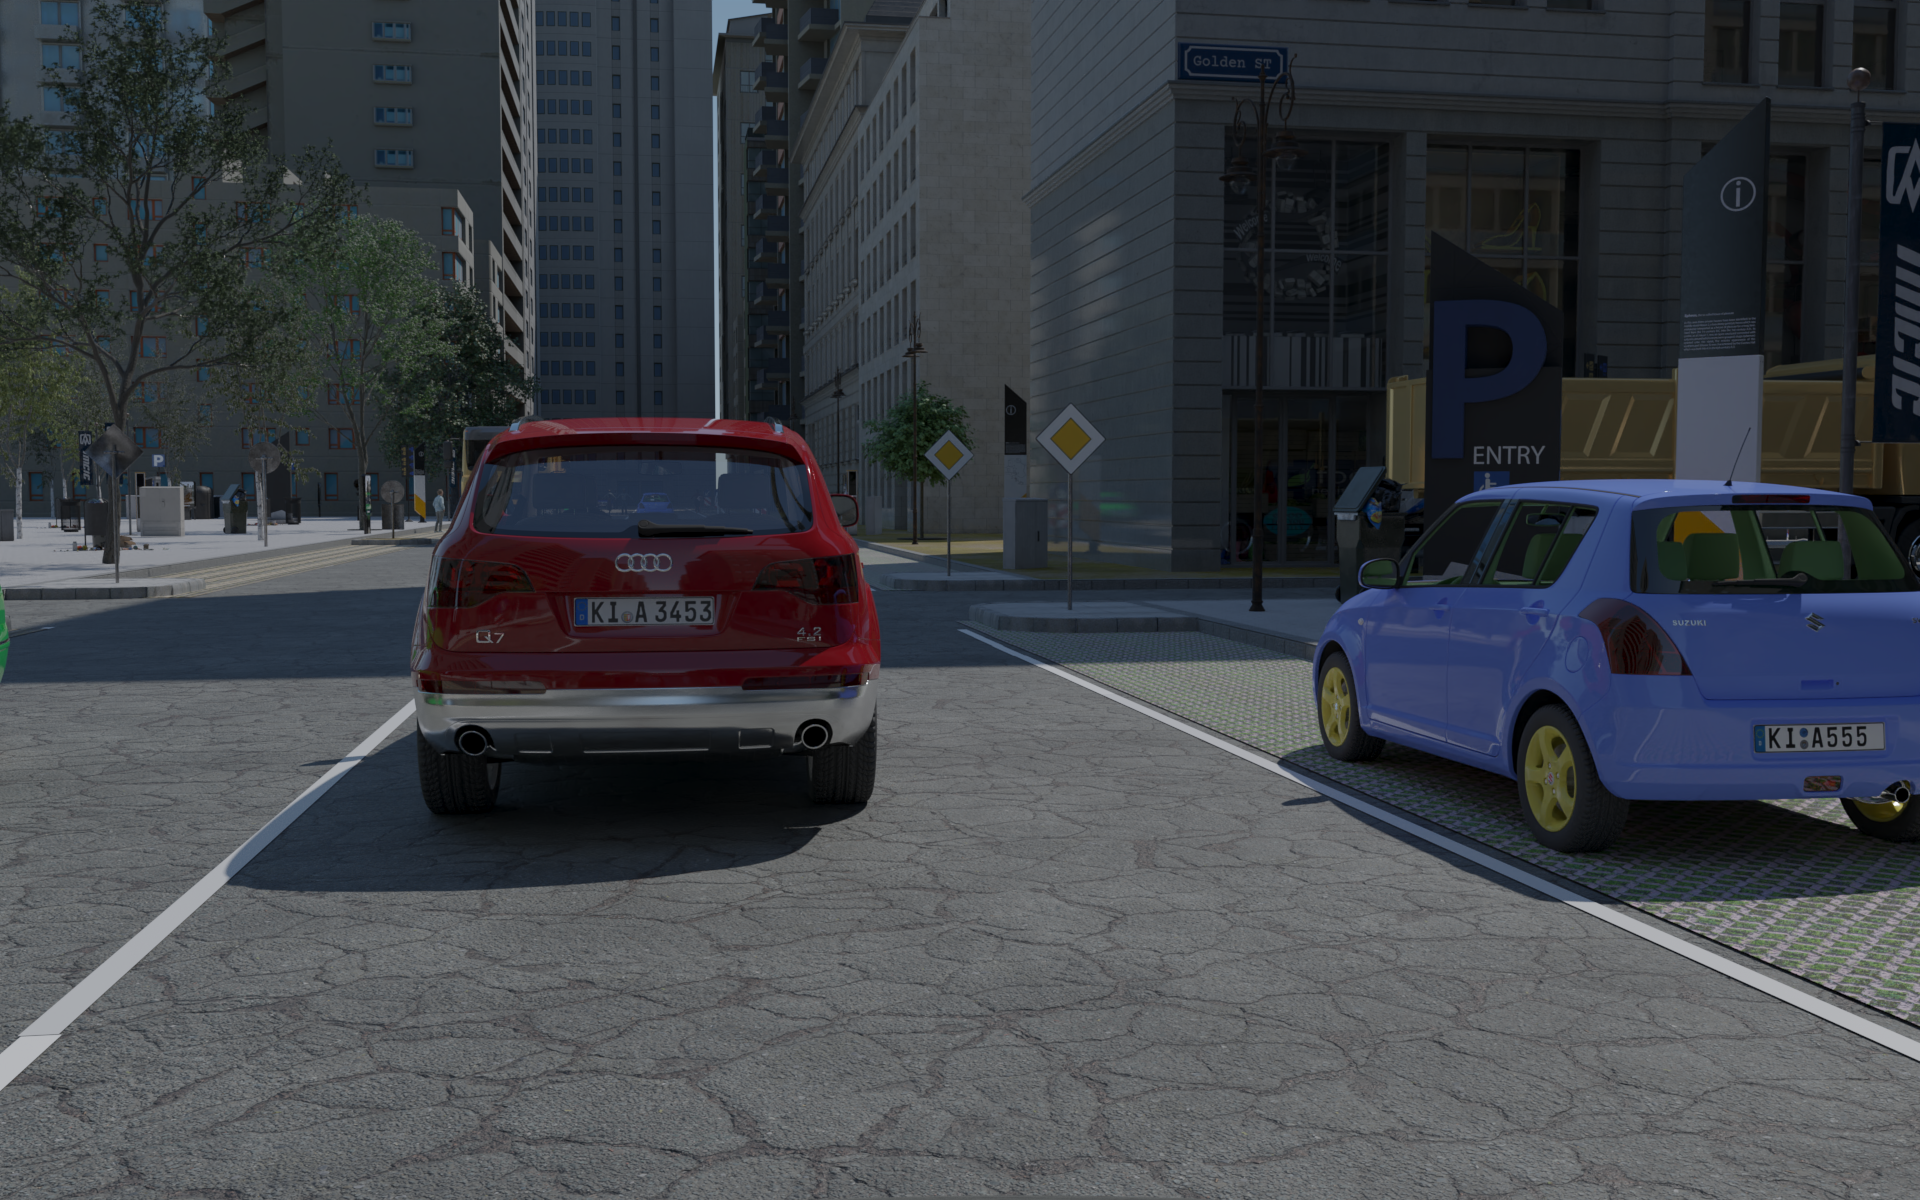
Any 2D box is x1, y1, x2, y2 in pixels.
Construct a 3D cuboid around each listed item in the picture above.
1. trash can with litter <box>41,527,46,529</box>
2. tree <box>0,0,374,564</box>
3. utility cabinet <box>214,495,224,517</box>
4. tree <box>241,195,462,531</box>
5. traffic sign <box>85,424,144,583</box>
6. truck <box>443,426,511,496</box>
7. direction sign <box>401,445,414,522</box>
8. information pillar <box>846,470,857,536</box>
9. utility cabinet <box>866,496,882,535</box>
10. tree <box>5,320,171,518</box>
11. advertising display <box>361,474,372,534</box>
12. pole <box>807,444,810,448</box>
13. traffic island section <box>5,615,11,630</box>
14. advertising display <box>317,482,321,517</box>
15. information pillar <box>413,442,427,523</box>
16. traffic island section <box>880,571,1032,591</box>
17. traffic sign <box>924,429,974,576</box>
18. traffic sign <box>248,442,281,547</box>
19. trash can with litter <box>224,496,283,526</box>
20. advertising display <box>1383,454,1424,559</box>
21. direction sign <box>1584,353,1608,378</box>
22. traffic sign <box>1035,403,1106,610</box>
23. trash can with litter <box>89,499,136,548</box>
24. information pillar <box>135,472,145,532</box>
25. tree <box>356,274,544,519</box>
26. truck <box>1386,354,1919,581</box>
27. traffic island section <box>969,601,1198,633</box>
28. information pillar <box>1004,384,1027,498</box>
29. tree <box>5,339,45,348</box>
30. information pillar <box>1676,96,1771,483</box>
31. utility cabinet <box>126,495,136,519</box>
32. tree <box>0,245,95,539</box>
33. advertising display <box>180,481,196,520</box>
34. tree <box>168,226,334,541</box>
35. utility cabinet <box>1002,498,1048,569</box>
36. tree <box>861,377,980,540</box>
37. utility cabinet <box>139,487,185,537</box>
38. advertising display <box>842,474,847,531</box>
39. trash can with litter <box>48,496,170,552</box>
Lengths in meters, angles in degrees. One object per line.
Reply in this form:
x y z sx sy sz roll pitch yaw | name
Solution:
-33.406 -3.315 65.253 2.233 1.210 1.678 -1 4 -9 | trash can with litter
-15.307 -5.929 31.356 7.601 10.594 8.767 2 4 25 | tree
-40.649 -5.155 95.446 0.306 1.237 1.020 2 4 32 | utility cabinet
-21.125 -8.261 60.821 9.928 11.665 9.643 0 3 0 | tree
-12.139 -1.300 24.895 0.795 2.450 0.064 -1 4 -10 | traffic sign
-13.360 -3.440 52.164 3.469 3.379 9.791 -1 4 -11 | truck
-25.440 -5.373 79.850 0.876 3.537 0.379 2 4 33 | direction sign
-3.336 -2.994 53.436 0.304 2.012 0.304 -1 4 -12 | information pillar
-2.732 -2.672 54.841 0.306 1.237 1.020 1 4 11 | utility cabinet
-34.527 -7.257 69.013 4.360 8.622 3.978 0 3 0 | tree
-19.059 -3.085 55.649 0.123 1.923 0.974 -1 4 -9 | advertising display
-6.268 -4.732 71.204 0.158 3.312 0.155 0 3 0 | pole
-10.772 0.318 17.089 2.009 0.180 2.903 -1 4 -10 | traffic island section
-35.659 -5.578 96.415 0.123 1.923 0.974 -1 4 -17 | advertising display
-24.075 -5.250 77.186 0.504 3.616 0.183 -3 5 -40 | information pillar
-0.154 -0.292 27.061 2.009 0.180 2.903 -1 4 -10 | traffic island section
-0.176 -1.427 26.979 0.795 2.450 0.064 -1 4 -10 | traffic sign
-16.919 -2.571 42.145 0.768 2.556 0.104 0 4 -5 | traffic sign
-28.701 -3.628 70.381 2.233 1.210 1.678 -1 4 -23 | trash can with litter
7.225 -1.388 27.902 0.974 1.923 0.123 -2 4 -24 | advertising display
10.324 -2.215 28.219 0.379 3.537 0.876 3 5 42 | direction sign
1.213 -0.946 19.116 0.795 2.450 0.064 -1 4 -10 | traffic sign
-20.348 -1.848 41.600 1.055 1.170 0.624 0 4 5 | trash can with litter
-27.814 -3.322 58.803 0.304 2.012 0.304 -2 4 -27 | information pillar
-26.670 -10.638 90.938 9.611 12.733 9.660 0 3 0 | tree
11.172 -1.763 24.744 9.791 3.379 3.469 -1 4 -9 | truck
1.235 0.189 19.197 2.009 0.180 2.903 -1 4 -10 | traffic island section
1.164 -2.778 36.778 0.504 3.616 0.183 0 4 2 | information pillar
-42.867 -7.691 76.110 4.360 8.622 3.978 0 3 0 | tree
4.607 -1.169 10.470 0.504 3.616 0.183 3 5 41 | information pillar
-41.780 -4.697 87.963 1.020 1.237 0.306 -2 4 -29 | utility cabinet
-26.971 -6.067 49.554 4.737 8.622 4.395 0 3 0 | tree
-38.235 -4.921 85.675 0.974 1.923 0.123 1 4 16 | advertising display
-19.241 -5.936 47.424 4.360 8.622 3.978 0 3 0 | tree
1.139 -1.148 29.926 0.306 1.237 1.020 2 4 35 | utility cabinet
-0.995 -3.978 48.758 4.285 4.588 4.351 0 3 0 | tree
-23.741 -2.621 51.527 1.173 1.500 0.318 0 4 -3 | utility cabinet
-3.632 -3.068 55.372 0.123 1.923 0.974 -1 4 -11 | advertising display
-19.234 -1.731 39.367 2.233 1.210 1.678 -1 4 -11 | trash can with litter
